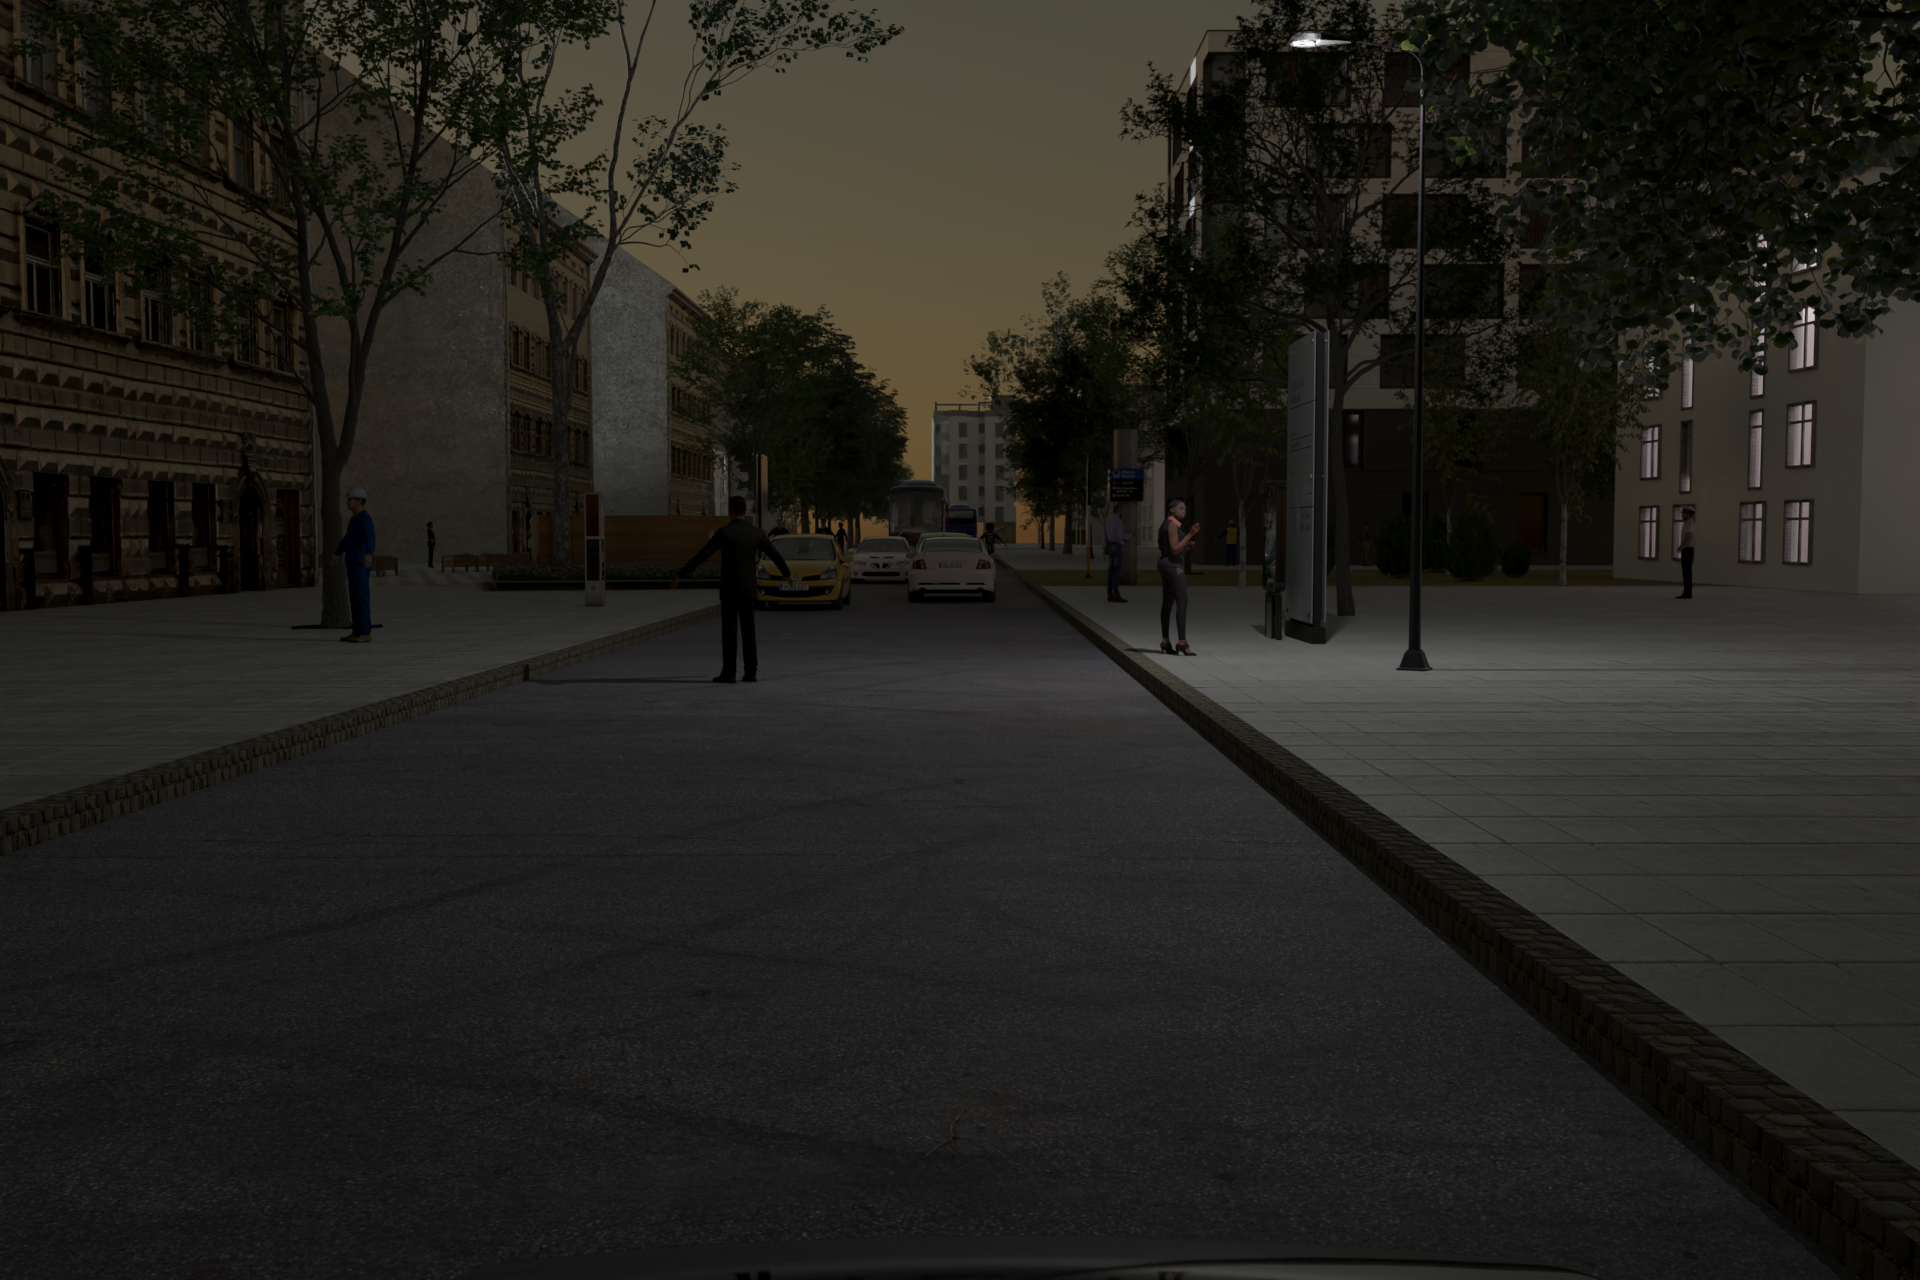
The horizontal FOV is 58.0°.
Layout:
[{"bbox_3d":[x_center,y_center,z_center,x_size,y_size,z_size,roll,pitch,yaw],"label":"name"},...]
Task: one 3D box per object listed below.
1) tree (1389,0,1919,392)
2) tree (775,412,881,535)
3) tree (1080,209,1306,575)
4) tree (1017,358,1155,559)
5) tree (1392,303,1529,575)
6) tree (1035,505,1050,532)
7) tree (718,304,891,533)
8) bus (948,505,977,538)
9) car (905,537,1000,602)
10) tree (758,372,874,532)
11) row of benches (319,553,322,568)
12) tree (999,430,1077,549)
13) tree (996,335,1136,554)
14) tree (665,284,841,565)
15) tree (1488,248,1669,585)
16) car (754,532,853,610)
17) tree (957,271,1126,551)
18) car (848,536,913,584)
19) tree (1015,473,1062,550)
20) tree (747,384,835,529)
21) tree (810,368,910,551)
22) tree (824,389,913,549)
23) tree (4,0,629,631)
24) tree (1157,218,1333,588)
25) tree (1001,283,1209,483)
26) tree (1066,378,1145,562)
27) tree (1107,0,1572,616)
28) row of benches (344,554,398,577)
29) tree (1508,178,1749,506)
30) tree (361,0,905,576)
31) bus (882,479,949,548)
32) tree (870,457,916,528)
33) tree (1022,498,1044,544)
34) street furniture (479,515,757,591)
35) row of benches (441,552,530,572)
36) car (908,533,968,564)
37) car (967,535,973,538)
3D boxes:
[{"bbox_3d":[6.284,-6.280,9.332,9.857,13.997,8.962,0,3,0],"label":"tree"},{"bbox_3d":[-8.843,-11.604,115.474,9.928,11.665,9.643,0,3,0],"label":"tree"},{"bbox_3d":[7.354,-7.897,54.870,9.928,11.665,9.643,0,3,0],"label":"tree"},{"bbox_3d":[6.339,-9.375,87.701,7.601,10.594,8.767,0,4,7],"label":"tree"},{"bbox_3d":[15.395,-6.340,54.022,4.737,8.622,4.395,0,3,0],"label":"tree"},{"bbox_3d":[12.272,-17.606,238.213,4.737,8.622,4.395,0,3,0],"label":"tree"},{"bbox_3d":[-8.597,-11.508,94.809,9.857,13.997,8.962,0,3,0],"label":"tree"},{"bbox_3d":[0.021,-9.552,147.714,2.896,3.916,12.251,0,4,-1],"label":"bus"},{"bbox_3d":[-0.166,-1.553,37.756,2.083,1.381,4.827,0,4,0],"label":"car"},{"bbox_3d":[-8.839,-10.990,105.440,9.928,11.665,9.643,0,3,0],"label":"tree"},{"bbox_3d":[-22.190,-2.487,56.127,4.104,0.672,1.422,-1,4,-21],"label":"row of benches"},{"bbox_3d":[7.144,-13.585,147.877,9.928,11.665,9.643,0,3,0],"label":"tree"},{"bbox_3d":[6.810,-12.408,109.524,9.857,13.997,8.962,0,3,0],"label":"tree"},{"bbox_3d":[-8.606,-9.000,72.897,9.928,11.665,9.643,0,3,0],"label":"tree"},{"bbox_3d":[15.329,-5.670,43.060,4.737,8.622,4.395,0,3,0],"label":"tree"},{"bbox_3d":[-3.060,-1.443,33.815,2.015,1.641,3.980,0,4,0],"label":"car"},{"bbox_3d":[6.202,-16.607,127.419,12.611,20.169,13.585,0,3,0],"label":"tree"},{"bbox_3d":[-2.254,-2.390,51.436,2.083,1.381,4.827,0,4,0],"label":"car"},{"bbox_3d":[6.435,-11.693,141.535,4.737,8.622,4.395,0,3,0],"label":"tree"},{"bbox_3d":[-8.530,-8.226,84.858,4.737,8.622,4.395,0,3,0],"label":"tree"},{"bbox_3d":[-8.486,-13.772,131.819,9.857,13.997,8.962,0,3,0],"label":"tree"},{"bbox_3d":[-8.927,-14.810,148.801,9.857,13.997,8.962,0,3,0],"label":"tree"},{"bbox_3d":[-8.423,-5.969,23.348,9.928,11.665,9.643,0,3,0],"label":"tree"},{"bbox_3d":[6.634,-5.506,40.381,4.737,8.622,4.395,0,3,0],"label":"tree"},{"bbox_3d":[5.827,-7.961,64.568,7.601,10.594,8.767,2,4,34],"label":"tree"},{"bbox_3d":[6.524,-7.858,78.835,4.360,8.622,3.978,0,3,0],"label":"tree"},{"bbox_3d":[5.733,-5.661,26.972,7.601,10.594,8.767,1,4,12],"label":"tree"},{"bbox_3d":[-17.890,-2.229,51.903,1.422,0.672,4.104,0,4,5],"label":"row of benches"},{"bbox_3d":[23.725,-9.362,59.723,9.857,13.997,8.962,0,3,0],"label":"tree"},{"bbox_3d":[-8.044,-11.200,39.015,12.611,20.169,13.585,0,3,0],"label":"tree"},{"bbox_3d":[-1.908,-5.514,81.695,2.896,3.916,12.251,0,4,0],"label":"bus"},{"bbox_3d":[-8.839,-19.407,235.432,7.486,12.596,7.792,0,3,0],"label":"tree"},{"bbox_3d":[11.027,-17.298,233.180,4.360,8.622,3.978,0,3,0],"label":"tree"},{"bbox_3d":[-9.231,-2.161,42.186,9.812,1.723,11.010,-1,4,-16],"label":"street furniture"},{"bbox_3d":[-15.979,-2.704,59.666,1.422,0.672,4.104,3,4,36],"label":"row of benches"},{"bbox_3d":[-0.438,-2.297,46.351,1.959,1.807,4.718,0,4,-1],"label":"car"},{"bbox_3d":[-0.113,-3.557,70.167,2.014,1.417,4.499,0,4,-1],"label":"car"}]
